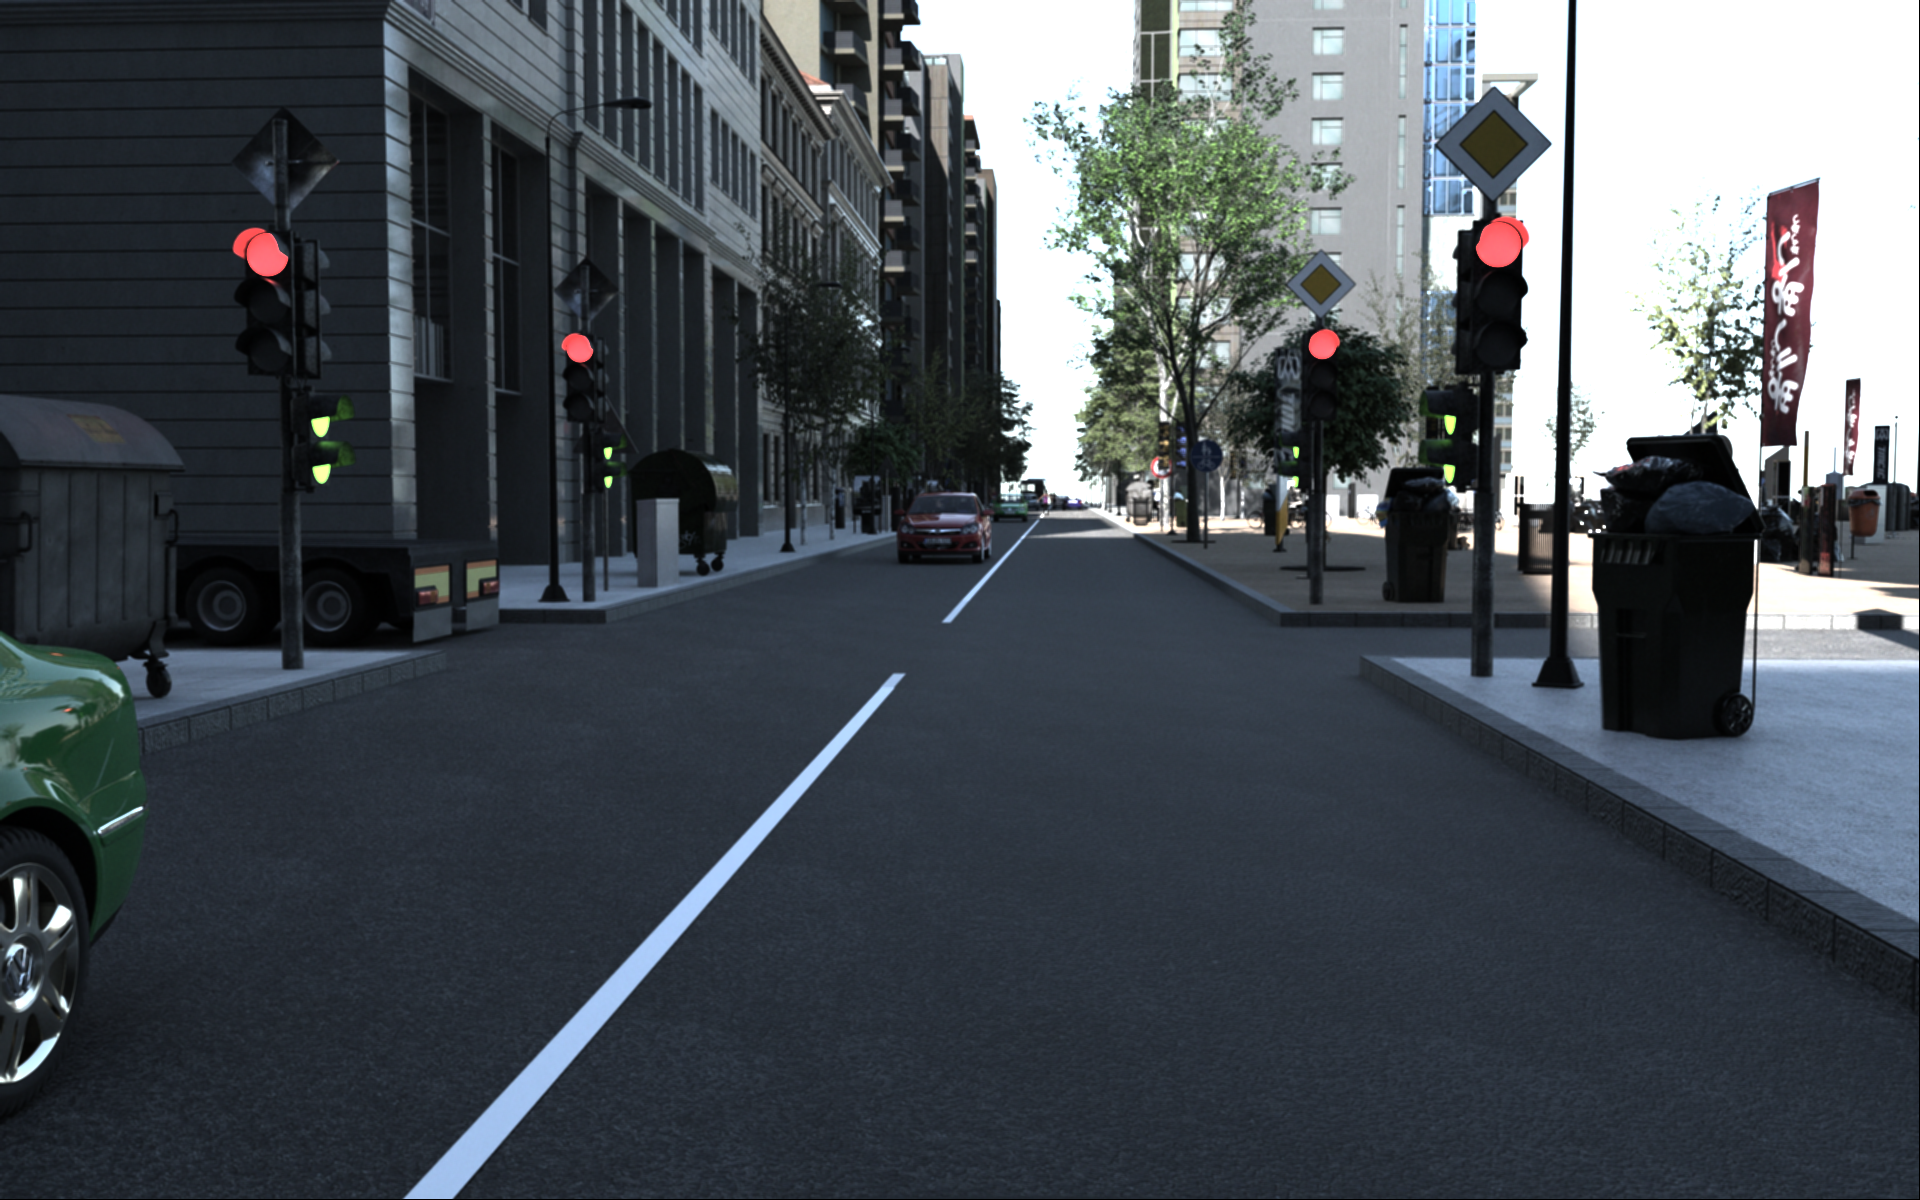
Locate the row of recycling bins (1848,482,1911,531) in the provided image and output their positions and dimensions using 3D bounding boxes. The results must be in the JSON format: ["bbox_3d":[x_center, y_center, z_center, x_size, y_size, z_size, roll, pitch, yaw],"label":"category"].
[{"bbox_3d":[32.206,-3.251,60.274,3.534,1.692,1.069,-3,5,-45],"label":"row of recycling bins"}]

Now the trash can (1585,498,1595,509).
[{"bbox_3d":[25.538,-3.603,70.558,0.748,1.137,0.748,0,3,0],"label":"trash can"}]

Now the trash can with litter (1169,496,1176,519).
[{"bbox_3d":[10.912,-4.860,90.511,1.678,1.210,2.233,-2,4,-29],"label":"trash can with litter"}]

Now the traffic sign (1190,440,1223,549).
[{"bbox_3d":[5.771,-2.477,40.601,0.768,2.556,0.104,1,4,12],"label":"traffic sign"}]

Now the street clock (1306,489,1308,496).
[{"bbox_3d":[16.646,-4.770,82.567,0.358,2.002,0.471,1,4,20],"label":"street clock"}]

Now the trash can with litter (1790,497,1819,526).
[{"bbox_3d":[34.730,-3.673,71.433,1.055,1.170,0.624,2,4,26],"label":"trash can with litter"}]

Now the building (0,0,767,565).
[{"bbox_3d":[-12.263,-15.924,37.850,11.434,29.767,29.804,0,4,3],"label":"building"}]

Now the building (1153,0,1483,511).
[{"bbox_3d":[25.699,-49.750,126.081,22.319,86.520,31.000,0,4,3],"label":"building"}]

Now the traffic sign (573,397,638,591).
[{"bbox_3d":[-4.681,-1.397,22.841,0.884,2.594,0.081,0,4,6],"label":"traffic sign"}]

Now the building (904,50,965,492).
[{"bbox_3d":[-6.998,-28.915,156.360,14.154,41.232,14.086,0,4,3],"label":"building"}]

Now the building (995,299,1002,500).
[{"bbox_3d":[-1.331,-29.094,247.390,14.160,30.474,14.107,0,4,3],"label":"building"}]

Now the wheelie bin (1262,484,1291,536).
[{"bbox_3d":[9.722,-2.785,53.436,0.980,1.594,0.693,-2,4,-33],"label":"wheelie bin"}]

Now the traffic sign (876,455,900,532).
[{"bbox_3d":[-2.450,-3.539,57.861,0.884,2.594,0.081,1,4,10],"label":"traffic sign"}]

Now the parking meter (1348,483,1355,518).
[{"bbox_3d":[20.703,-5.250,91.549,0.255,1.863,0.399,-1,4,-9],"label":"parking meter"}]

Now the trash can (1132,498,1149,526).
[{"bbox_3d":[7.270,-3.546,69.635,0.748,1.137,0.748,0,3,0],"label":"trash can"}]

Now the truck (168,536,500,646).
[{"bbox_3d":[-14.320,-1.713,17.775,18.799,4.110,2.967,0,4,4],"label":"truck"}]

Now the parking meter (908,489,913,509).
[{"bbox_3d":[-2.356,-4.646,84.380,0.372,1.533,0.369,0,3,0],"label":"parking meter"}]

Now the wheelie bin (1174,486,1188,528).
[{"bbox_3d":[8.571,-3.558,66.088,0.980,1.594,0.693,-2,4,-35],"label":"wheelie bin"}]

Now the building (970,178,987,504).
[{"bbox_3d":[-3.967,-32.715,218.480,14.154,41.232,14.086,0,4,3],"label":"building"}]

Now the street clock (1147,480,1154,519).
[{"bbox_3d":[9.734,-5.127,88.394,0.471,2.002,0.358,2,4,25],"label":"street clock"}]

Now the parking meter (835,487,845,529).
[{"bbox_3d":[-4.448,-3.405,64.088,0.372,1.533,0.369,0,3,0],"label":"parking meter"}]

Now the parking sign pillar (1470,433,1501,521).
[{"bbox_3d":[23.197,-5.384,76.504,1.447,3.967,1.447,-1,4,-20],"label":"parking sign pillar"}]

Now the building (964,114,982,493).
[{"bbox_3d":[-8.951,-33.155,196.707,22.147,44.769,28.867,0,4,3],"label":"building"}]

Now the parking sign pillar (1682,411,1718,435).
[{"bbox_3d":[23.458,-4.087,55.295,1.447,3.967,1.447,-1,4,-13],"label":"parking sign pillar"}]

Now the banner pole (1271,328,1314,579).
[{"bbox_3d":[5.100,-2.213,26.203,0.863,3.779,0.401,-1,4,-16],"label":"banner pole"}]

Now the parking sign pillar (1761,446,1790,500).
[{"bbox_3d":[42.951,-6.288,91.273,1.447,3.967,1.447,0,4,-3],"label":"parking sign pillar"}]

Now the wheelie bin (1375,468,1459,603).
[{"bbox_3d":[5.469,-0.778,20.621,0.980,1.594,0.693,0,4,-4],"label":"wheelie bin"}]

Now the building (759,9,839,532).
[{"bbox_3d":[-10.909,-12.165,63.530,10.561,19.102,19.286,0,4,3],"label":"building"}]

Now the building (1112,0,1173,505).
[{"bbox_3d":[28.042,-46.391,196.743,20.563,71.187,20.611,0,4,3],"label":"building"}]

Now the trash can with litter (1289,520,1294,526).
[{"bbox_3d":[13.136,-3.593,70.125,0.624,1.170,1.055,-2,4,-31],"label":"trash can with litter"}]

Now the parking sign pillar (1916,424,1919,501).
[{"bbox_3d":[37.275,-4.783,66.679,1.447,3.967,1.447,-3,5,-44],"label":"parking sign pillar"}]

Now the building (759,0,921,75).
[{"bbox_3d":[-14.089,-27.876,110.396,22.147,44.769,28.867,0,4,3],"label":"building"}]

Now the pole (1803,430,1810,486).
[{"bbox_3d":[27.005,-3.759,55.309,0.158,3.312,0.155,0,3,0],"label":"pole"}]

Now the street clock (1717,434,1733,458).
[{"bbox_3d":[9.084,-1.002,20.947,0.358,2.002,0.471,-1,4,-13],"label":"street clock"}]

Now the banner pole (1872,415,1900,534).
[{"bbox_3d":[29.510,-3.984,55.162,0.863,3.779,0.401,3,4,36],"label":"banner pole"}]

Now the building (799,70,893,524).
[{"bbox_3d":[-10.015,-15.133,83.587,11.583,22.565,21.152,0,4,3],"label":"building"}]

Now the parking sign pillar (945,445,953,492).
[{"bbox_3d":[-0.617,-6.464,94.154,1.447,3.967,1.447,0,4,2],"label":"parking sign pillar"}]

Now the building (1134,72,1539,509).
[{"bbox_3d":[32.027,-28.302,154.615,32.217,40.220,23.993,0,4,3],"label":"building"}]

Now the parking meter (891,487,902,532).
[{"bbox_3d":[-2.167,-3.109,59.236,0.372,1.533,0.369,0,3,0],"label":"parking meter"}]

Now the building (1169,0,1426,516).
[{"bbox_3d":[19.819,-25.790,105.269,14.154,41.232,14.086,0,4,3],"label":"building"}]

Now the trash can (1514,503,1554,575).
[{"bbox_3d":[9.197,-0.972,27.541,0.748,1.137,0.748,0,3,0],"label":"trash can"}]

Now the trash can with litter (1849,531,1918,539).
[{"bbox_3d":[26.972,-2.428,50.748,1.678,1.210,2.233,1,4,17],"label":"trash can with litter"}]

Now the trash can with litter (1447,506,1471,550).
[{"bbox_3d":[11.294,-1.743,39.882,0.624,1.170,1.055,3,5,44],"label":"trash can with litter"}]

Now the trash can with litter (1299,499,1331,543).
[{"bbox_3d":[9.360,-2.089,45.543,0.624,1.170,1.055,2,4,30],"label":"trash can with litter"}]

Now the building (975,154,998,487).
[{"bbox_3d":[-2.143,-35.613,232.388,14.600,45.320,14.200,0,4,3],"label":"building"}]

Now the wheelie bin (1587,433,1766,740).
[{"bbox_3d":[3.822,-0.084,9.274,0.693,1.594,0.980,-2,4,-24],"label":"wheelie bin"}]

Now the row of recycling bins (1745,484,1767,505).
[{"bbox_3d":[33.093,-4.065,73.577,3.534,1.692,1.069,-3,4,-38],"label":"row of recycling bins"}]

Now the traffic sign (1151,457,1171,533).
[{"bbox_3d":[6.726,-3.520,57.651,0.768,2.556,0.104,1,4,13],"label":"traffic sign"}]

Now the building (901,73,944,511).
[{"bbox_3d":[-17.151,-27.283,137.950,32.217,40.220,23.993,0,4,3],"label":"building"}]

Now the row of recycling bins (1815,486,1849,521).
[{"bbox_3d":[42.338,-4.686,83.723,1.069,1.692,3.534,0,4,-2],"label":"row of recycling bins"}]
